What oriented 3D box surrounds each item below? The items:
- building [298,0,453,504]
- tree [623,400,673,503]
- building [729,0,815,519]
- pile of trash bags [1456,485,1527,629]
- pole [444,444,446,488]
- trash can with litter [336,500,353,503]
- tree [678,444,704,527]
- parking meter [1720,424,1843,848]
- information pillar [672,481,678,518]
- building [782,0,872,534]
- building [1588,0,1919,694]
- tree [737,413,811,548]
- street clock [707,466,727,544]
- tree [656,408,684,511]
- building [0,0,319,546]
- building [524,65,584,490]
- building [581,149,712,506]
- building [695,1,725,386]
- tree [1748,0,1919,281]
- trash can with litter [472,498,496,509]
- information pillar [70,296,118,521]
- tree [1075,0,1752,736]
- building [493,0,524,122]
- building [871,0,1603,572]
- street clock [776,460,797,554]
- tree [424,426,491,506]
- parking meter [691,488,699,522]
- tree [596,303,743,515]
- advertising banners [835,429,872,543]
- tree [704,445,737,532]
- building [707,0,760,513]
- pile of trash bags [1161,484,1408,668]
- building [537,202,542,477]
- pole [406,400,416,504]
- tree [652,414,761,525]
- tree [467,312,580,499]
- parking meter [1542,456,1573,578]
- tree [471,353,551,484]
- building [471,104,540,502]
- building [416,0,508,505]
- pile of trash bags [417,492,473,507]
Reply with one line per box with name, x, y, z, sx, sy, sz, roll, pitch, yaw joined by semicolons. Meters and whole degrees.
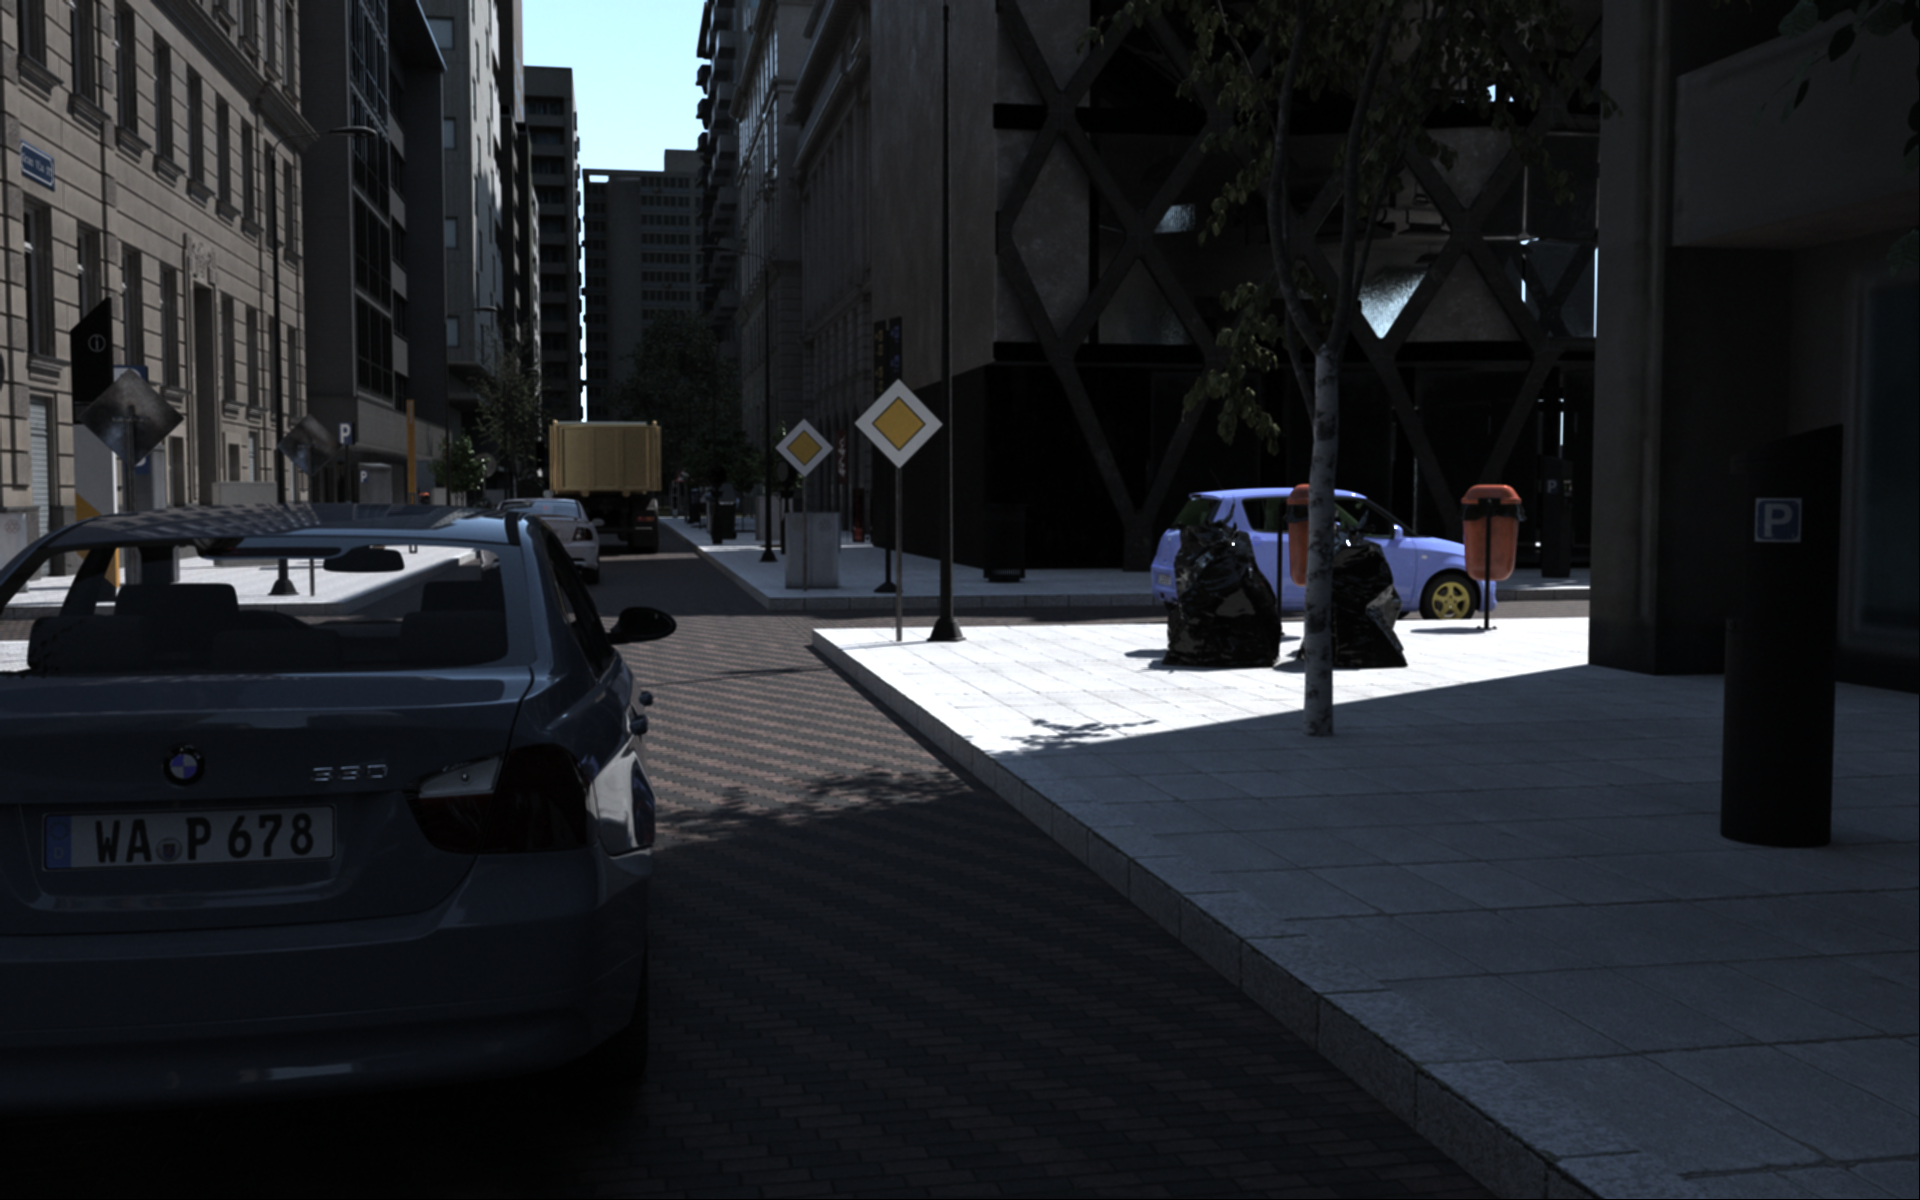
building;-27.145;-14.865;62.116;14.314;24.678;30.058;-1;4;-11
tree;-27.610;-13.521;155.483;7.601;10.594;8.767;-1;4;-19
building;-4.424;-17.663;86.055;12.463;27.353;25.104;-1;4;-11
pile of trash bags;6.413;-0.393;16.176;3.447;1.369;1.912;1;4;21
pole;-19.187;-4.338;64.778;0.158;3.312;0.155;0;3;0
trash can with litter;-11.427;-1.322;33.010;0.624;1.170;1.055;2;4;34
tree;-10.053;-4.422;66.903;1.663;3.219;1.824;0;3;0
parking meter;3.039;0.122;6.414;0.372;1.533;0.369;0;3;0
information pillar;-15.540;-5.502;94.451;0.304;2.012;0.304;-1;4;-10
building;1.347;-13.489;62.346;13.314;21.916;24.055;-1;4;-11
building;17.188;-23.218;3.312;21.300;48.544;21.600;-1;4;-11
tree;-4.263;-2.876;41.623;1.663;3.219;1.824;0;3;0
street clock;-6.220;-2.432;44.340;0.471;2.002;0.358;-2;4;-31
tree;-21.495;-10.887;128.366;4.360;8.622;3.978;0;3;0
building;-21.297;-14.509;34.486;12.463;27.353;25.104;-1;4;-11
building;-52.157;-34.487;187.569;21.600;48.544;21.300;-1;4;-11
building;-30.920;-30.959;198.056;23.993;40.220;32.217;-1;4;-11
building;-12.368;-30.706;156.667;22.147;44.769;28.867;-1;4;-11
tree;3.193;-1.200;3.329;4.285;4.588;4.351;0;3;0
trash can with litter;-14.696;-2.542;52.948;0.624;1.170;1.055;1;4;15
information pillar;-10.285;-1.790;20.617;0.504;3.616;0.183;0;4;2
tree;2.107;-3.594;9.122;4.737;8.622;4.395;0;3;0
building;-42.835;-30.030;141.105;14.600;45.320;14.200;-1;4;-11
building;7.634;-10.278;35.492;16.811;18.784;16.820;-1;4;-11
street clock;-3.685;-1.974;36.851;0.358;2.002;0.471;-3;5;-39
tree;-14.109;-3.353;49.420;1.663;3.219;1.824;0;3;0
parking meter;-12.009;-4.289;78.539;0.372;1.533;0.369;0;3;0
tree;-16.974;-11.433;103.945;9.611;12.733;9.660;0;3;0
advertising banners;-2.687;-3.053;46.102;0.090;3.025;2.074;-3;5;-40
tree;-7.446;-3.923;58.739;1.663;3.219;1.824;0;3;0
building;-6.917;-31.049;127.255;23.786;49.044;30.456;-1;4;-11
pile of trash bags;2.752;-0.279;14.312;1.912;1.369;3.447;1;4;16
building;-45.594;-23.639;158.198;14.107;30.474;14.160;-1;4;-11
pole;-11.869;-2.669;37.486;0.158;3.312;0.155;0;3;0
tree;-9.818;-5.351;71.199;4.285;4.588;4.351;0;3;0
tree;-18.011;-7.367;70.807;4.360;8.622;3.978;0;3;0
parking meter;9.143;-1.271;26.500;0.255;1.863;0.399;-2;4;-32
tree;-22.859;-8.508;89.462;4.737;8.622;4.395;0;3;0
building;-38.976;-21.771;127.661;14.160;30.474;14.107;-1;4;-11
building;-42.493;-31.552;105.113;28.713;52.752;27.495;-1;4;-11
pile of trash bags;-26.093;-4.755;87.492;1.912;1.369;3.447;1;4;23
